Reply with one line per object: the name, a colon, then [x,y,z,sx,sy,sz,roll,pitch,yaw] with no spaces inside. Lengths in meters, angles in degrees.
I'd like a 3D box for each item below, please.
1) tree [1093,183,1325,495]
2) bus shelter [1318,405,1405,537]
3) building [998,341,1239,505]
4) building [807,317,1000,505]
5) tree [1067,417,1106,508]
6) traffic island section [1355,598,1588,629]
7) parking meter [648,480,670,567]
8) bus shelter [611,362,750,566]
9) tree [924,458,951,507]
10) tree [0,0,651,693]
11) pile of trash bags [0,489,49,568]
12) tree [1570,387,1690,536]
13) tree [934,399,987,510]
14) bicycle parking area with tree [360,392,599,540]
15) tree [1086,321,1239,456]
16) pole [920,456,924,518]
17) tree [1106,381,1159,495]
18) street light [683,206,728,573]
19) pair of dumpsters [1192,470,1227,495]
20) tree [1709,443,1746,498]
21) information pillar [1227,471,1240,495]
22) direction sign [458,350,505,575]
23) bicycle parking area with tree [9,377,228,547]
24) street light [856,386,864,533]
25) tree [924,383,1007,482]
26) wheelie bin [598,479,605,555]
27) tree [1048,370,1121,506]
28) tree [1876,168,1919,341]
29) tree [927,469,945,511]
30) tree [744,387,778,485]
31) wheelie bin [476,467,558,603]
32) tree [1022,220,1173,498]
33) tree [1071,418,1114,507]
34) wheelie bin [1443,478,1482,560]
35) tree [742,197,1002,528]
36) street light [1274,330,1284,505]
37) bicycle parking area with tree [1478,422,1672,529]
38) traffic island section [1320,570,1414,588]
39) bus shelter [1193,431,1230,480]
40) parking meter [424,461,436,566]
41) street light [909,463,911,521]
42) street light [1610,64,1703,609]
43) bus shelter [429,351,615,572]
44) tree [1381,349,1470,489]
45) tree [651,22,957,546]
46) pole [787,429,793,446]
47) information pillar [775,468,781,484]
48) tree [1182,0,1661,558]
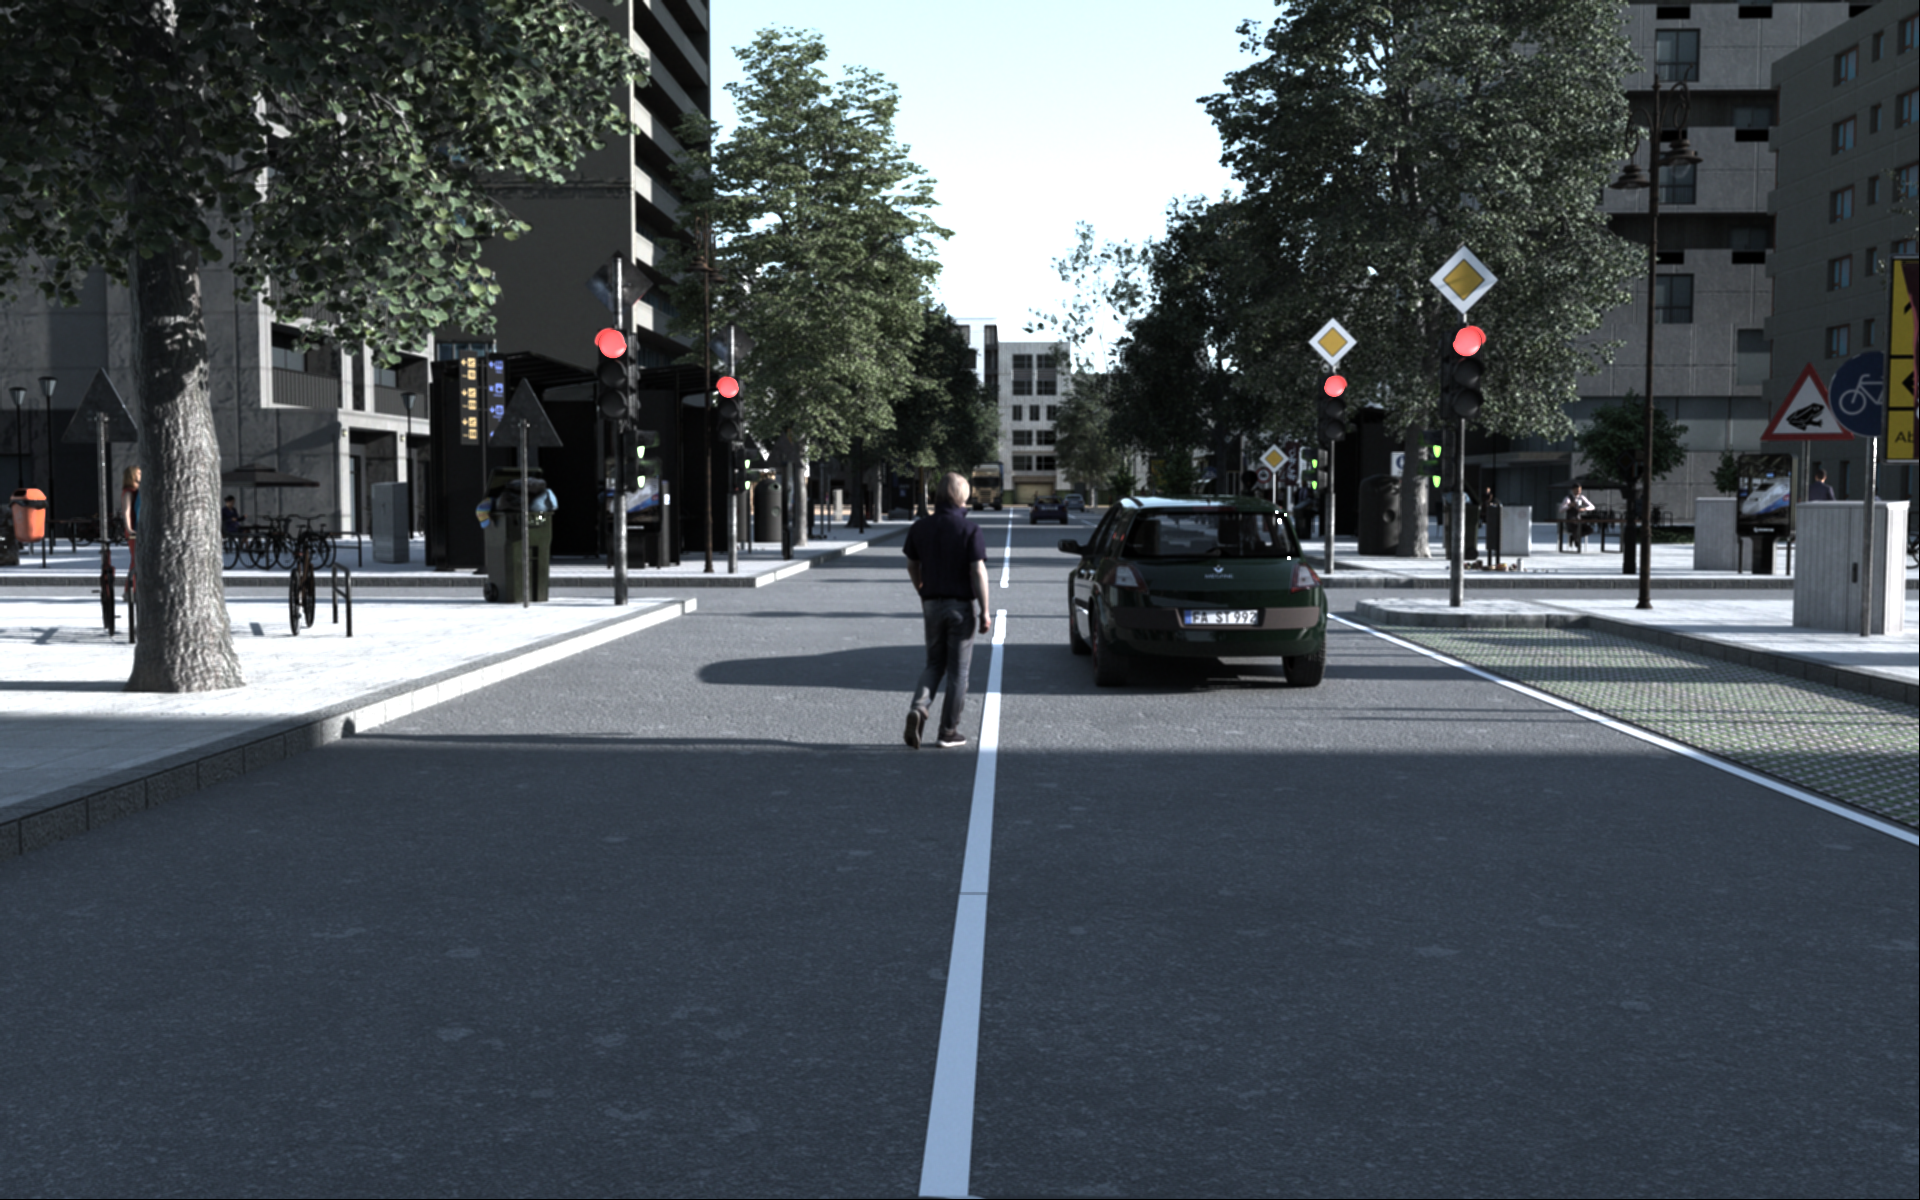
tree: [9.637,-9.008,64.286,9.611,12.733,9.660,0,3,0]
bus shelter: [11.155,-3.513,48.718,1.731,3.624,6.357,0,4,2]
building: [20.400,-20.929,208.639,31.486,18.905,16.747,0,4,2]
building: [-11.495,-22.670,214.622,32.646,21.610,27.936,0,4,2]
tree: [12.321,-12.878,160.915,4.360,8.622,3.978,0,3,0]
traffic island section: [5.691,0.153,19.772,2.009,0.180,2.903,0,4,2]
parking meter: [-5.311,-1.354,30.546,0.372,1.533,0.369,0,3,0]
bus shelter: [-5.446,-2.615,34.031,1.731,3.624,6.357,0,4,2]
tree: [-2.132,-10.363,119.796,4.360,8.622,3.978,0,3,0]
tree: [-5.107,-6.379,10.957,9.857,13.997,8.962,0,3,0]
pile of trash bags: [-17.254,-1.261,30.374,3.447,1.369,1.912,2,4,25]
tree: [20.461,-4.240,53.031,4.285,4.588,4.351,0,3,0]
tree: [-1.604,-12.993,138.183,9.928,11.665,9.643,0,3,0]
bicycle parking area with tree: [-13.113,-3.852,49.988,8.231,4.147,9.016,0,4,-4]
tree: [10.678,-9.279,86.119,8.767,10.594,7.601,0,4,-5]
pole: [-2.034,-5.986,91.715,0.158,3.312,0.155,0,3,0]
tree: [10.357,-8.805,94.317,4.360,8.622,3.978,0,3,0]
street light: [-4.114,-3.388,28.174,0.468,5.910,1.993,0,4,2]
pair of dumpsters: [10.831,-4.352,73.649,1.574,2.255,4.437,0,4,2]
tree: [29.468,-4.390,66.382,1.663,3.219,1.824,0,3,0]
information pillar: [8.794,-3.135,55.745,0.304,2.012,0.304,3,5,45]
direction sign: [-7.591,-2.176,27.577,0.379,3.537,0.876,2,4,35]
bicycle parking area with tree: [-23.708,-3.529,44.702,9.016,4.147,8.231,-1,4,-22]
street light: [-3.213,-5.108,56.310,0.468,5.910,1.993,0,4,2]
tree: [0.014,-16.309,173.310,9.857,13.997,8.962,0,3,0]
wheelie bin: [-7.686,-1.773,36.890,0.980,1.594,0.693,1,4,19]
tree: [13.771,-16.727,180.141,9.857,13.997,8.962,0,3,0]
tree: [20.806,-5.206,35.485,4.360,8.622,3.978,0,3,0]
tree: [-1.802,-8.295,130.226,1.663,3.219,1.824,0,3,0]
tree: [-9.353,-8.577,90.600,4.360,8.622,3.978,0,3,0]
wheelie bin: [-5.224,-0.776,20.598,0.980,1.594,0.693,-3,5,-43]
tree: [10.656,-16.128,119.585,12.611,20.169,13.585,0,3,0]
tree: [13.069,-13.284,167.549,4.737,8.622,4.395,0,3,0]
wheelie bin: [9.756,-1.578,33.714,0.693,1.594,0.980,0,4,8]
tree: [-4.001,-9.103,65.844,9.611,12.733,9.660,0,3,0]
street light: [8.512,-4.508,46.492,0.468,5.910,1.993,0,4,2]
bicycle parking area with tree: [23.411,-4.907,67.226,8.231,4.147,9.016,2,4,26]
traffic island section: [5.936,-0.335,27.753,2.009,0.180,2.903,0,4,2]
bus shelter: [14.058,-7.197,95.302,2.179,5.291,8.768,0,4,2]
parking meter: [-9.447,-1.547,31.003,0.255,1.863,0.399,-1,4,-20]
street light: [-2.425,-6.798,83.928,0.468,5.910,1.993,0,4,2]
street light: [7.667,-2.841,19.233,0.468,5.910,1.993,0,4,2]
bus shelter: [-7.828,-2.467,31.611,1.731,3.624,6.357,0,4,2]
tree: [21.050,-7.850,78.705,4.360,8.622,3.978,0,3,0]
tree: [-3.914,-7.625,42.788,7.486,12.596,7.792,0,3,0]
pole: [-5.266,-3.677,53.959,0.158,3.312,0.155,0,3,0]
information pillar: [-7.618,-5.024,73.491,0.504,3.616,0.183,-1,4,-10]
tree: [9.306,-7.838,34.803,9.857,13.997,8.962,0,3,0]
